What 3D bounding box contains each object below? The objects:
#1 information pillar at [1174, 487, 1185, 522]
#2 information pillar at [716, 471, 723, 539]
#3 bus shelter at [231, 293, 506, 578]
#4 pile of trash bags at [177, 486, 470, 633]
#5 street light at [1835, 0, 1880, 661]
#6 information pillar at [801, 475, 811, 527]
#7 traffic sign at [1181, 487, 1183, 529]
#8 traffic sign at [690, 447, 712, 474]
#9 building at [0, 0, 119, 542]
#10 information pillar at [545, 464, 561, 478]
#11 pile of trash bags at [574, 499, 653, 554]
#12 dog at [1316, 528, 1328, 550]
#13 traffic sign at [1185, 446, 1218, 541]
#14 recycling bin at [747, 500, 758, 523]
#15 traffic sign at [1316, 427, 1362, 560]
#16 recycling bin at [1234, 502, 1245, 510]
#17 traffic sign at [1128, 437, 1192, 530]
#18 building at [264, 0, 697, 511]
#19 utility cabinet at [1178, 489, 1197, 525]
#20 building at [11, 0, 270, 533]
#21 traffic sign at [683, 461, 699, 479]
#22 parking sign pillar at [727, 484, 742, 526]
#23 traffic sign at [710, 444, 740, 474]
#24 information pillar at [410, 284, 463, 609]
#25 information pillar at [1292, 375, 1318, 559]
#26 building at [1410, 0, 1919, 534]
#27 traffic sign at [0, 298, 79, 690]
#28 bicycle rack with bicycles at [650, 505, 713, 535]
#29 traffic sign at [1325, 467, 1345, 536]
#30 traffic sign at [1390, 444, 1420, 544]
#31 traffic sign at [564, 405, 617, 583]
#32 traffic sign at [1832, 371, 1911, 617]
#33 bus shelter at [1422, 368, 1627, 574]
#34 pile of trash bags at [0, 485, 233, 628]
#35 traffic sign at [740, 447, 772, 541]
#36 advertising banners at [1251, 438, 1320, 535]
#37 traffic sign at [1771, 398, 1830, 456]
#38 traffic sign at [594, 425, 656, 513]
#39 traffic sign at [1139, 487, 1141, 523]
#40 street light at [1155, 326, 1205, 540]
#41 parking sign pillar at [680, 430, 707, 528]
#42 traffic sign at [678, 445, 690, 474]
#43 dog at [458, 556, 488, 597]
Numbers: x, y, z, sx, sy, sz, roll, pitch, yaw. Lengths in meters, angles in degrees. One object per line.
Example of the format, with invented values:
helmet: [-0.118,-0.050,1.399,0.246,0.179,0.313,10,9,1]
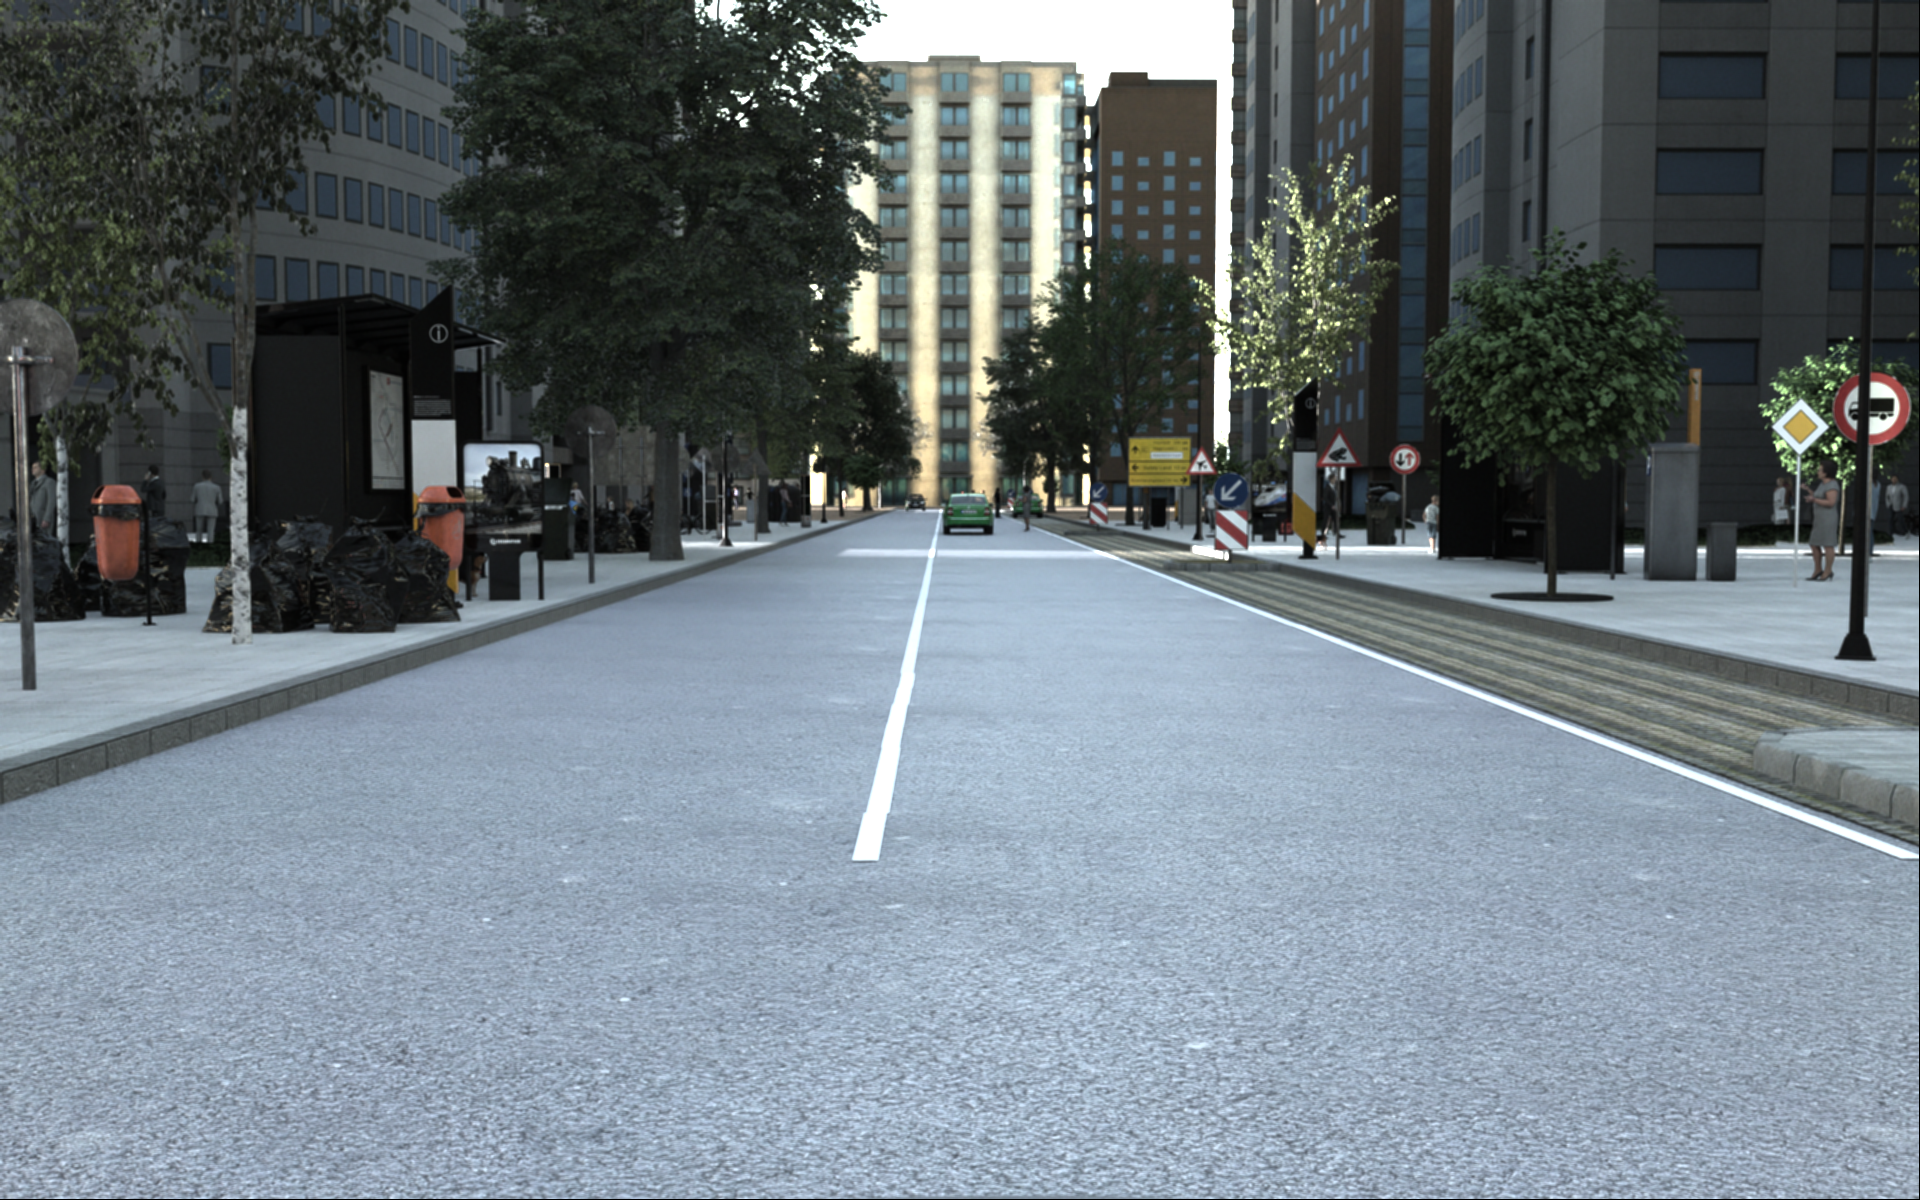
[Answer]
information pillar: [10.214,-5.451,80.471,0.504,3.616,0.183,-1,4,-8]
information pillar: [-6.738,-2.722,49.001,0.304,2.012,0.304,-1,4,-9]
bus shelter: [-7.742,-1.964,23.393,1.731,3.624,6.357,0,4,0]
pile of trash bags: [-5.933,-0.474,17.507,1.912,1.369,3.447,1,4,11]
street light: [6.435,-2.493,13.309,1.470,5.913,1.316,0,4,-1]
information pillar: [-5.945,-3.812,66.825,0.304,2.012,0.304,-2,4,-30]
traffic sign: [8.171,-3.892,63.739,0.768,2.556,0.104,0,4,5]
traffic sign: [-6.934,-2.882,46.861,0.795,2.593,0.064,1,4,9]
building: [-30.113,-36.462,34.403,20.563,71.187,20.611,0,4,-1]
information pillar: [-9.918,-2.310,42.261,0.304,2.012,0.304,-2,4,-26]
pile of trash bags: [-8.302,-1.779,38.833,3.447,1.369,1.912,3,4,38]
dog: [8.210,-1.397,39.677,0.406,0.507,0.540,1,4,16]
traffic sign: [6.587,-2.893,47.306,0.884,2.594,0.081,0,4,0]
recycling bin: [-9.090,-3.970,77.458,0.722,1.027,0.722,1,4,14]
traffic sign: [7.388,-2.068,33.818,0.884,2.594,0.081,0,4,7]
recycling bin: [10.560,-3.343,67.214,0.722,1.027,0.722,-2,4,-35]
traffic sign: [7.107,-4.149,61.707,2.265,3.308,0.079,0,4,7]
building: [-34.858,-36.154,133.115,28.212,58.520,21.231,0,4,-1]
utility cabinet: [9.554,-3.876,72.046,1.173,1.500,0.318,-3,5,-41]
building: [-29.822,-32.119,67.145,21.231,58.520,28.212,0,4,-1]
traffic sign: [-9.657,-3.781,61.558,0.795,2.593,0.064,0,4,5]
parking sign pillar: [-9.435,-4.933,69.122,1.447,3.967,1.447,-1,4,-15]
traffic sign: [-5.895,-2.652,43.474,0.768,2.556,0.104,0,4,3]
information pillar: [-5.872,-1.715,19.388,0.504,3.616,0.183,0,4,1]
information pillar: [6.815,-2.618,34.166,0.504,3.616,0.183,-1,4,-15]
building: [30.686,-32.164,67.888,21.231,58.520,28.212,0,4,-1]
traffic sign: [-6.103,-0.683,11.280,0.768,2.556,0.104,0,4,6]
bicycle rack with bicycles: [-9.348,-2.559,55.215,2.925,0.926,2.852,0,4,-6]
traffic sign: [11.430,-3.101,52.835,0.606,2.300,0.079,1,4,9]
traffic sign: [11.406,-2.714,44.488,0.768,2.556,0.104,0,4,4]
traffic sign: [-5.290,-1.511,24.804,0.768,2.556,0.104,0,4,4]
traffic sign: [9.444,-1.096,18.033,0.768,2.556,0.104,0,4,7]
bus shelter: [9.910,-2.421,30.862,1.731,3.624,6.357,0,4,-1]
pile of trash bags: [-8.981,-0.501,17.943,1.912,1.369,3.447,-3,4,-37]
traffic sign: [-5.615,-2.912,47.615,0.884,2.594,0.081,0,4,5]
advertising banners: [10.208,-3.555,54.317,2.074,3.025,0.090,0,4,5]
traffic sign: [11.495,-1.466,23.701,0.795,2.593,0.064,0,4,2]
traffic sign: [-9.764,-3.520,51.421,2.265,3.308,0.079,0,4,7]
traffic sign: [8.082,-4.763,77.875,0.884,2.594,0.081,0,4,3]
street light: [6.107,-4.625,48.161,1.470,5.913,1.316,0,4,-1]
parking sign pillar: [-9.998,-4.696,65.258,1.447,3.967,1.447,1,4,17]
traffic sign: [-7.277,-2.704,44.324,0.768,2.556,0.104,1,4,9]
dog: [-6.241,-0.298,21.695,0.540,0.507,0.406,-3,4,-38]
